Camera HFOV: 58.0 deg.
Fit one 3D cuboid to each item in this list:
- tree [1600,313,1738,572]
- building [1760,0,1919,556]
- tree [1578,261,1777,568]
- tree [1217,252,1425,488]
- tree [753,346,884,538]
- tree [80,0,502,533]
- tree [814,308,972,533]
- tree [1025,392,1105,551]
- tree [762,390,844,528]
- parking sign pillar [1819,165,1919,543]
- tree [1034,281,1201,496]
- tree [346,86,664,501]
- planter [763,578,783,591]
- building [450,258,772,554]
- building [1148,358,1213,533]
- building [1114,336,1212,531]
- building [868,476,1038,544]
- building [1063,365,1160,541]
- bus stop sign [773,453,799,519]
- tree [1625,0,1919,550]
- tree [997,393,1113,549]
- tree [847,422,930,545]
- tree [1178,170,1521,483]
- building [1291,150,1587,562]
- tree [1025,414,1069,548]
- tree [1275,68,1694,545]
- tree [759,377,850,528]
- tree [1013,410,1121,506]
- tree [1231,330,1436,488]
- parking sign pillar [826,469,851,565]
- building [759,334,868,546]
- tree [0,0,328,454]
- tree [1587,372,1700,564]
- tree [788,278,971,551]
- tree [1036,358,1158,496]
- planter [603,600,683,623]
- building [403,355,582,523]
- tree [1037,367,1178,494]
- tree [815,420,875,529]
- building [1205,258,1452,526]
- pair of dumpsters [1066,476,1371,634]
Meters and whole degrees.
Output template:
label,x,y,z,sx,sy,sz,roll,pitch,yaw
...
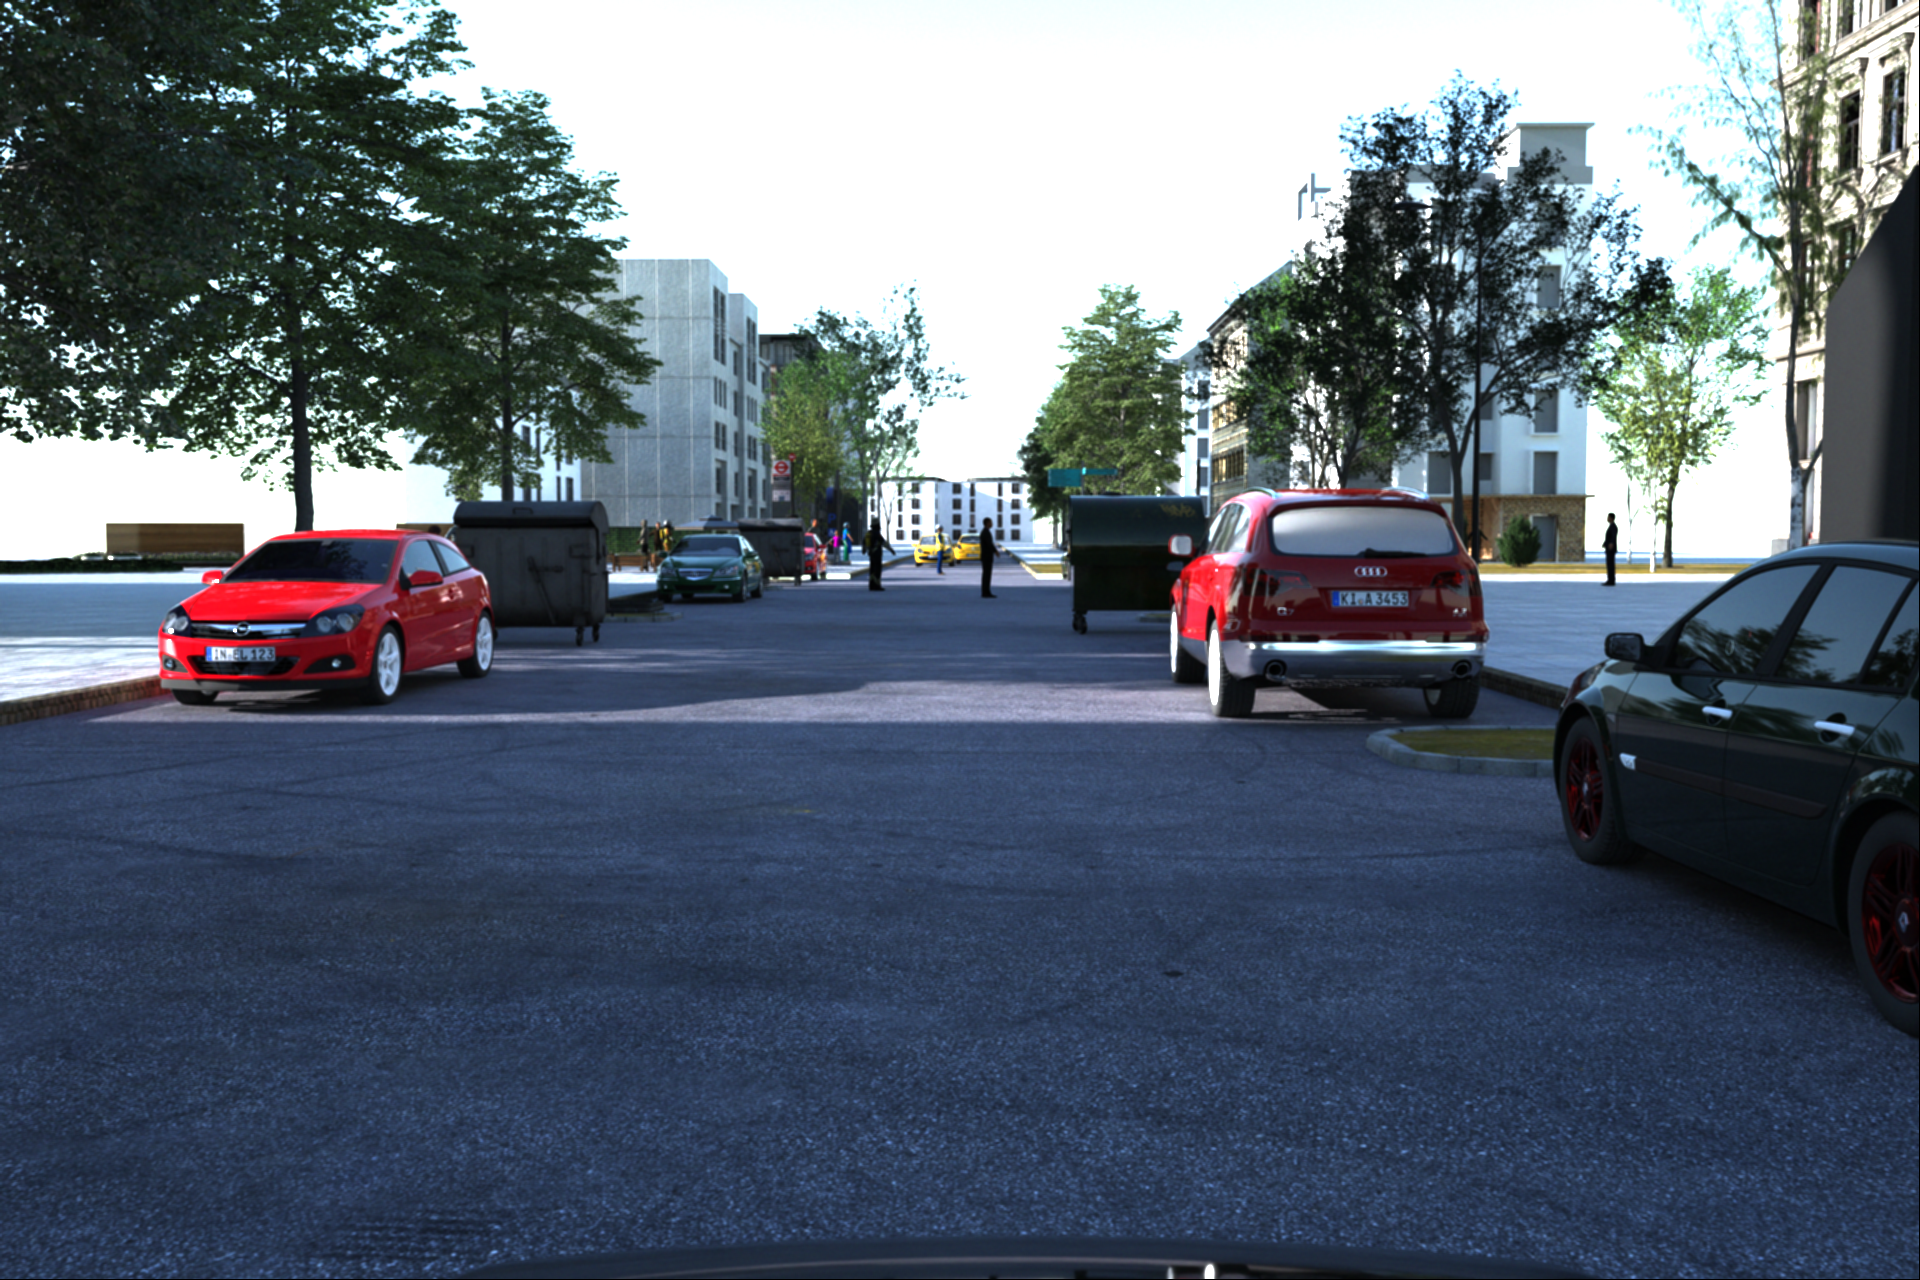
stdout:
label,x,y,z,sx,sy,sz,roll,pitch,yaw
tree,23.658,-6.596,58.200,4.737,8.622,4.395,0,3,0
building,30.245,-13.280,44.841,11.050,23.595,19.941,0,4,1
tree,27.146,-8.560,65.708,9.928,11.665,9.643,0,3,0
tree,13.104,-8.423,63.474,9.928,11.665,9.643,0,3,0
tree,-7.775,-10.389,95.619,9.928,11.665,9.643,0,3,0
tree,-11.901,-6.892,30.813,7.486,12.596,7.792,0,3,0
tree,-5.643,-17.655,144.544,12.611,20.169,13.585,0,3,0
tree,8.390,-13.269,135.081,7.486,12.596,7.792,0,3,0
tree,-7.697,-8.418,87.994,4.737,8.622,4.395,0,3,0
parking sign pillar,7.179,-1.524,13.384,1.447,3.967,1.447,0,4,0
tree,7.267,-9.821,78.700,7.486,12.596,7.792,0,3,0
tree,-11.507,-7.711,44.199,7.486,12.596,7.792,0,3,0
planter,-5.577,-1.415,44.273,1.991,0.319,1.994,0,4,1
building,-24.179,-15.946,127.175,16.747,18.905,31.486,0,4,1
building,24.843,-19.972,182.966,16.016,20.090,11.380,0,4,1
building,27.740,-22.473,198.358,19.493,23.208,18.063,0,4,0
building,-2.994,-18.778,251.626,28.070,9.664,9.099,1,4,9
building,27.251,-23.322,225.291,27.936,21.610,32.646,0,4,1
bus stop sign,-5.748,-4.189,57.190,0.855,3.939,0.416,0,4,0
tree,9.310,-4.235,19.611,4.360,8.622,3.978,0,3,0
tree,8.221,-14.408,145.946,12.009,13.543,11.850,0,3,0
tree,-6.580,-14.244,158.637,9.928,11.665,9.643,0,3,0
tree,9.958,-6.787,45.386,8.767,10.594,7.601,0,4,-4
building,22.910,-14.405,91.934,16.016,20.090,11.380,0,4,0
tree,8.901,-14.696,158.410,7.486,12.596,7.792,0,3,0
tree,10.002,-6.091,34.004,8.767,10.594,7.601,2,4,29
tree,-7.319,-8.050,81.984,4.737,8.622,4.395,0,3,0
tree,8.160,-11.340,119.818,8.767,10.594,7.601,-1,4,-18
tree,16.080,-8.554,74.274,8.767,10.594,7.601,0,4,-1
parking sign pillar,-5.237,-5.088,71.664,1.447,3.967,1.447,0,4,1
building,-25.353,-21.353,193.102,27.936,21.610,32.646,0,4,1
tree,-12.120,-6.900,19.478,9.857,13.997,8.962,0,3,0
tree,28.449,-7.555,73.883,4.360,8.622,3.978,0,3,0
tree,-5.778,-16.621,127.649,12.611,20.169,13.585,0,3,0
tree,8.085,-10.796,102.266,9.928,11.665,9.643,0,3,0
planter,-5.724,-0.483,29.036,1.991,0.319,1.994,0,4,1
building,-25.270,-9.371,95.365,9.099,9.664,28.070,0,4,1
tree,7.584,-9.412,88.306,7.601,10.594,8.767,-1,4,-13
tree,-7.774,-9.643,108.021,4.360,8.622,3.978,0,3,0
building,27.655,-17.609,118.836,19.493,23.208,18.063,0,4,1
pair of dumpsters,3.761,-1.240,25.229,4.436,2.255,1.574,0,4,1
